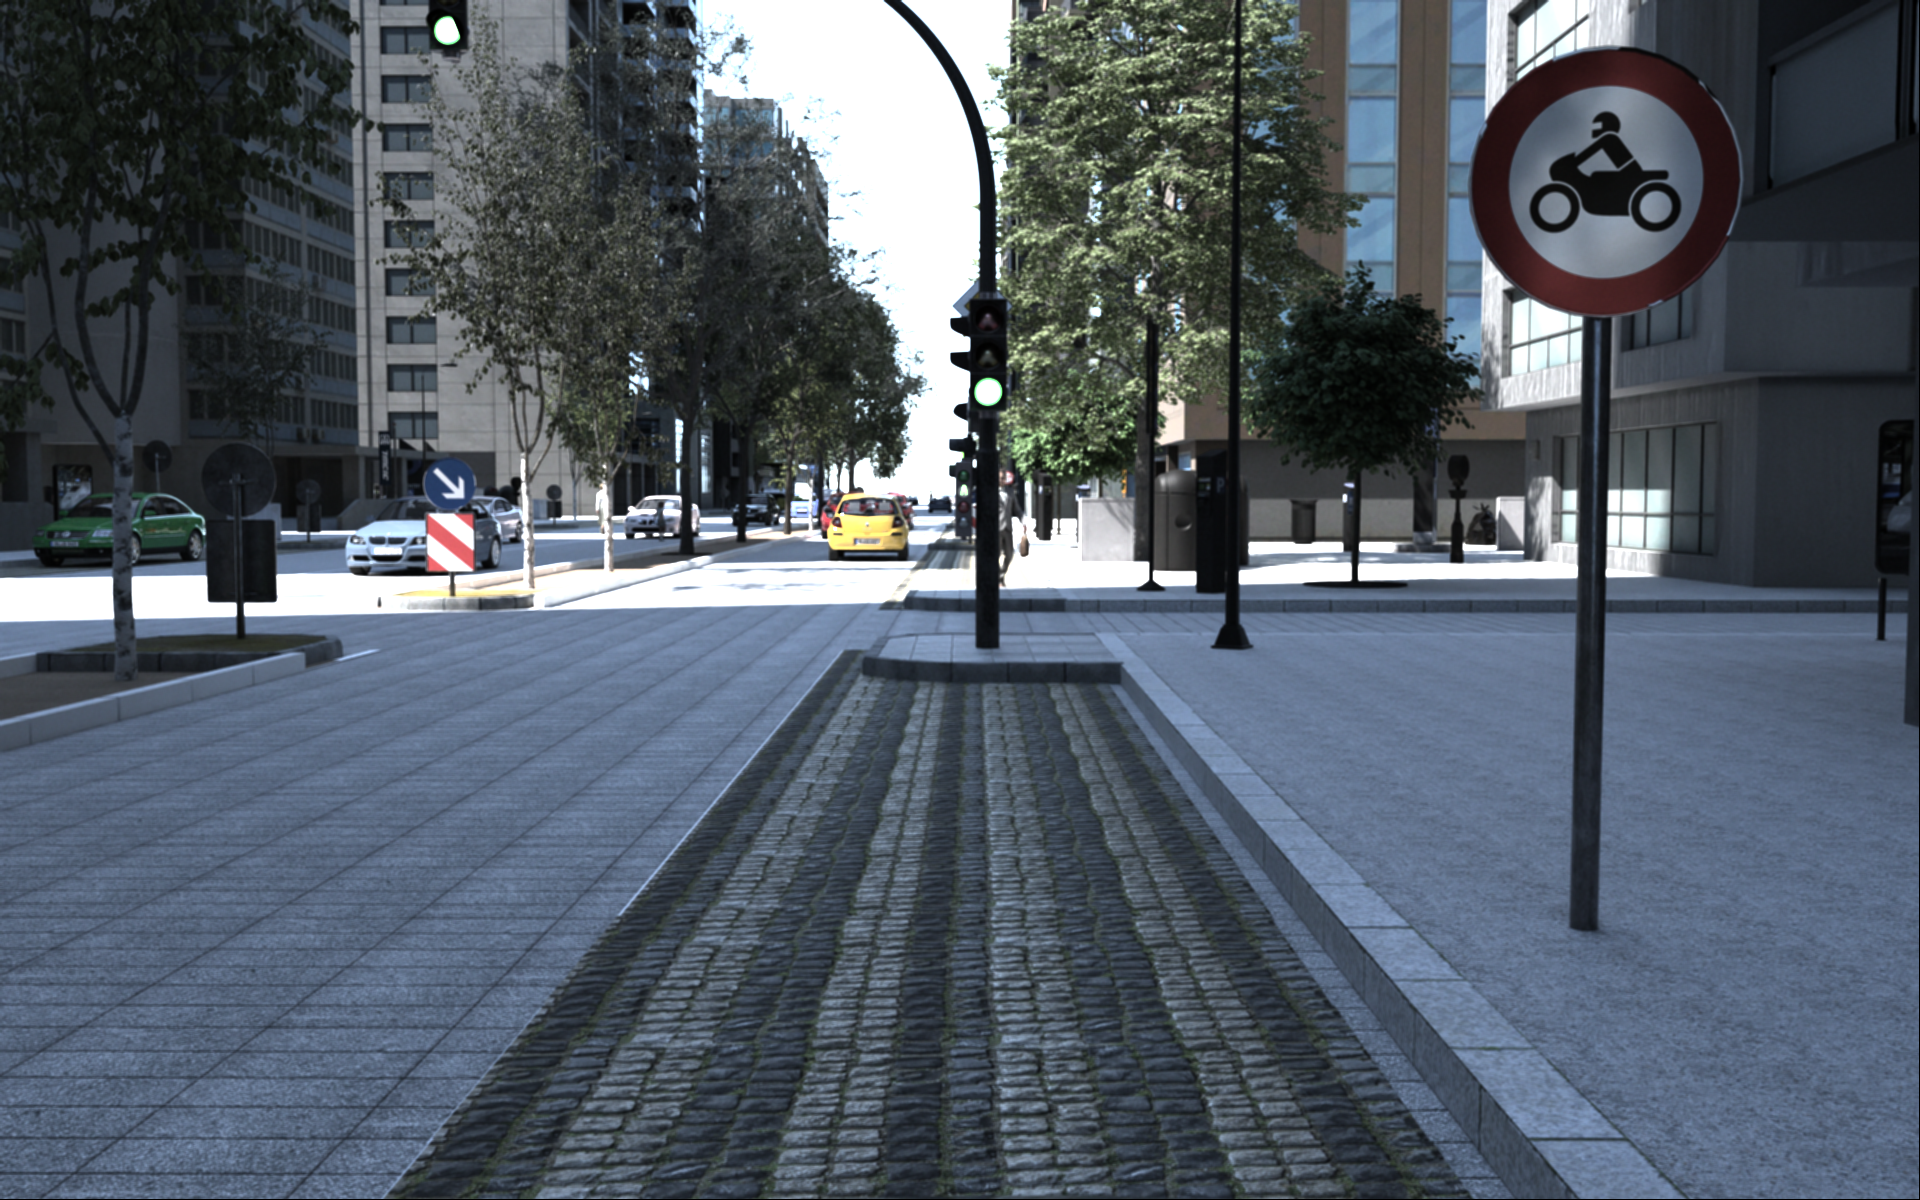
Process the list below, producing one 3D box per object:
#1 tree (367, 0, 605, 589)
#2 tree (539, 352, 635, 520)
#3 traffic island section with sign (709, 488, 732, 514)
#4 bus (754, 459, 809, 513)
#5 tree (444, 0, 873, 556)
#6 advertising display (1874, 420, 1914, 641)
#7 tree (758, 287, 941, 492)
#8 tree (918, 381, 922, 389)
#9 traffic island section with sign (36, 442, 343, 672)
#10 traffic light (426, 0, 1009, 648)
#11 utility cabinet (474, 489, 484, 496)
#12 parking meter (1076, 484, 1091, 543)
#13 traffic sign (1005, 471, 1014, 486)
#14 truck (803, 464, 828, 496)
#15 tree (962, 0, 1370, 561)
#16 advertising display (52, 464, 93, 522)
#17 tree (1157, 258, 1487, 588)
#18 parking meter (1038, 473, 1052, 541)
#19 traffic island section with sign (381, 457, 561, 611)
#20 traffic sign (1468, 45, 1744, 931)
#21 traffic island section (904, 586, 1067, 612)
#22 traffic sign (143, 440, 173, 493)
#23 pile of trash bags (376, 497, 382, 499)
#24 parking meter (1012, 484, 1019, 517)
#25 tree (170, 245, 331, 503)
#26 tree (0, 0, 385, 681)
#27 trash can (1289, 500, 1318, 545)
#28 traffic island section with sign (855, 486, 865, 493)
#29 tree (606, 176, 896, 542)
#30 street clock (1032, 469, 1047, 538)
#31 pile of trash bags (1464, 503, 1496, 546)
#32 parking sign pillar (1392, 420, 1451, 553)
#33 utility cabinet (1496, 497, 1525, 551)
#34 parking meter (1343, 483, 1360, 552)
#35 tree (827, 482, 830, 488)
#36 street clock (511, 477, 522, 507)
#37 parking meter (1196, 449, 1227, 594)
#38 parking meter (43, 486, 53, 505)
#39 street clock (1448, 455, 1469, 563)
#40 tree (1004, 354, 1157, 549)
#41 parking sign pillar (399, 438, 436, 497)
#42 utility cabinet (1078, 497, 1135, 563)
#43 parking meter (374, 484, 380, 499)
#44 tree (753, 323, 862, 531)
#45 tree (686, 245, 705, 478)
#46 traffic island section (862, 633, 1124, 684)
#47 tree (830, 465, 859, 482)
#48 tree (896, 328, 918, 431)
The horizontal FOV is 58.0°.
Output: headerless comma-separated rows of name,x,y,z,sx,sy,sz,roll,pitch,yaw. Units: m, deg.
tree,-6.441,-4.444,25.485,4.360,8.622,3.978,0,3,0
tree,-19.085,-8.324,86.467,4.737,8.622,4.395,0,3,0
traffic island section with sign,-16.611,-6.940,122.102,1.989,1.847,2.006,0,4,0
bus,-12.729,-8.175,125.210,2.896,3.916,12.252,0,4,0
tree,-6.439,-7.800,40.358,12.009,13.543,11.850,0,3,0
advertising display,8.404,-0.590,14.861,0.974,1.923,0.123,3,5,42
tree,-5.852,-10.628,93.226,9.611,12.733,9.660,0,3,0
tree,-6.056,-9.036,84.602,8.767,10.594,7.601,0,4,0
traffic island section with sign,-6.412,-0.408,14.801,2.006,1.907,1.989,0,4,0
traffic light,-1.889,-2.422,14.269,4.771,5.953,1.251,0,4,0
utility cabinet,-26.159,-5.236,94.290,0.318,1.500,1.173,-3,4,-37
parking meter,3.224,-2.254,45.271,0.372,1.533,0.369,0,3,0
traffic sign,2.602,-5.818,95.229,0.768,2.556,0.104,1,4,8
truck,-12.869,-10.320,158.484,2.967,4.110,18.799,0,4,0
tree,3.950,-7.024,32.968,7.486,12.596,7.792,0,3,0
advertising display,-19.177,-1.973,37.474,0.123,1.923,0.974,1,4,18
tree,5.577,-2.471,24.109,4.285,4.588,4.351,0,3,0
parking meter,2.321,-2.544,47.301,0.255,1.863,0.399,-2,4,-23
traffic island section with sign,-6.341,-0.861,22.208,2.006,1.907,1.989,0,4,0
traffic sign,1.845,-0.302,5.043,0.768,2.556,0.104,0,4,4
traffic island section,0.311,-0.013,22.491,2.009,0.180,2.903,0,4,0
traffic sign,-18.967,-2.497,40.939,0.768,2.556,0.104,1,4,8
pile of trash bags,-28.106,-4.646,85.719,1.912,1.369,3.447,1,4,9
parking meter,3.081,-5.524,96.035,0.255,1.863,0.399,2,4,25
tree,-20.456,-6.116,50.354,4.360,8.622,3.978,0,3,0
tree,-6.425,-3.695,13.239,4.737,8.622,4.395,0,3,0
trash can,8.748,-1.985,44.109,0.748,1.137,0.748,0,3,0
traffic island section with sign,-5.720,-5.456,97.344,2.006,1.907,1.989,0,4,0
tree,-6.500,-6.956,50.600,8.767,10.594,7.601,0,4,0
street clock,2.325,-2.801,50.370,0.358,2.002,0.471,3,5,40
pile of trash bags,14.513,-2.057,43.385,3.447,1.369,1.912,-1,4,-20
parking sign pillar,10.328,-3.051,38.351,1.447,3.967,1.447,1,4,20
utility cabinet,12.720,-1.722,39.309,1.020,1.237,0.306,0,4,4
parking meter,8.741,-1.850,38.655,0.372,1.533,0.369,0,3,0
tree,-17.840,-14.448,230.828,1.663,3.219,1.824,0,3,0
street clock,-18.792,-4.212,73.428,0.358,2.002,0.471,1,4,21
parking meter,3.255,-1.023,22.440,0.255,1.863,0.399,3,5,41
parking meter,-28.518,-2.805,54.276,0.372,1.533,0.369,0,3,0
street clock,9.217,-1.682,32.066,0.358,2.002,0.471,3,4,39
tree,3.274,-3.485,40.693,4.285,4.588,4.351,0,3,0
parking sign pillar,-26.294,-5.787,83.094,1.447,3.967,1.447,0,4,7
utility cabinet,2.749,-1.305,32.504,1.020,1.237,0.306,0,4,-7
parking meter,-32.801,-5.610,97.433,0.255,1.863,0.399,-2,4,-29
tree,-5.692,-6.917,65.918,4.737,8.622,4.395,0,3,0
tree,-6.380,-4.786,31.078,4.360,8.622,3.978,0,3,0
traffic island section,0.244,0.476,14.506,2.009,0.180,2.903,0,4,0
tree,-18.127,-20.244,256.744,9.928,11.665,9.643,0,3,0
tree,-6.037,-7.507,59.604,8.767,10.594,7.601,0,4,0
